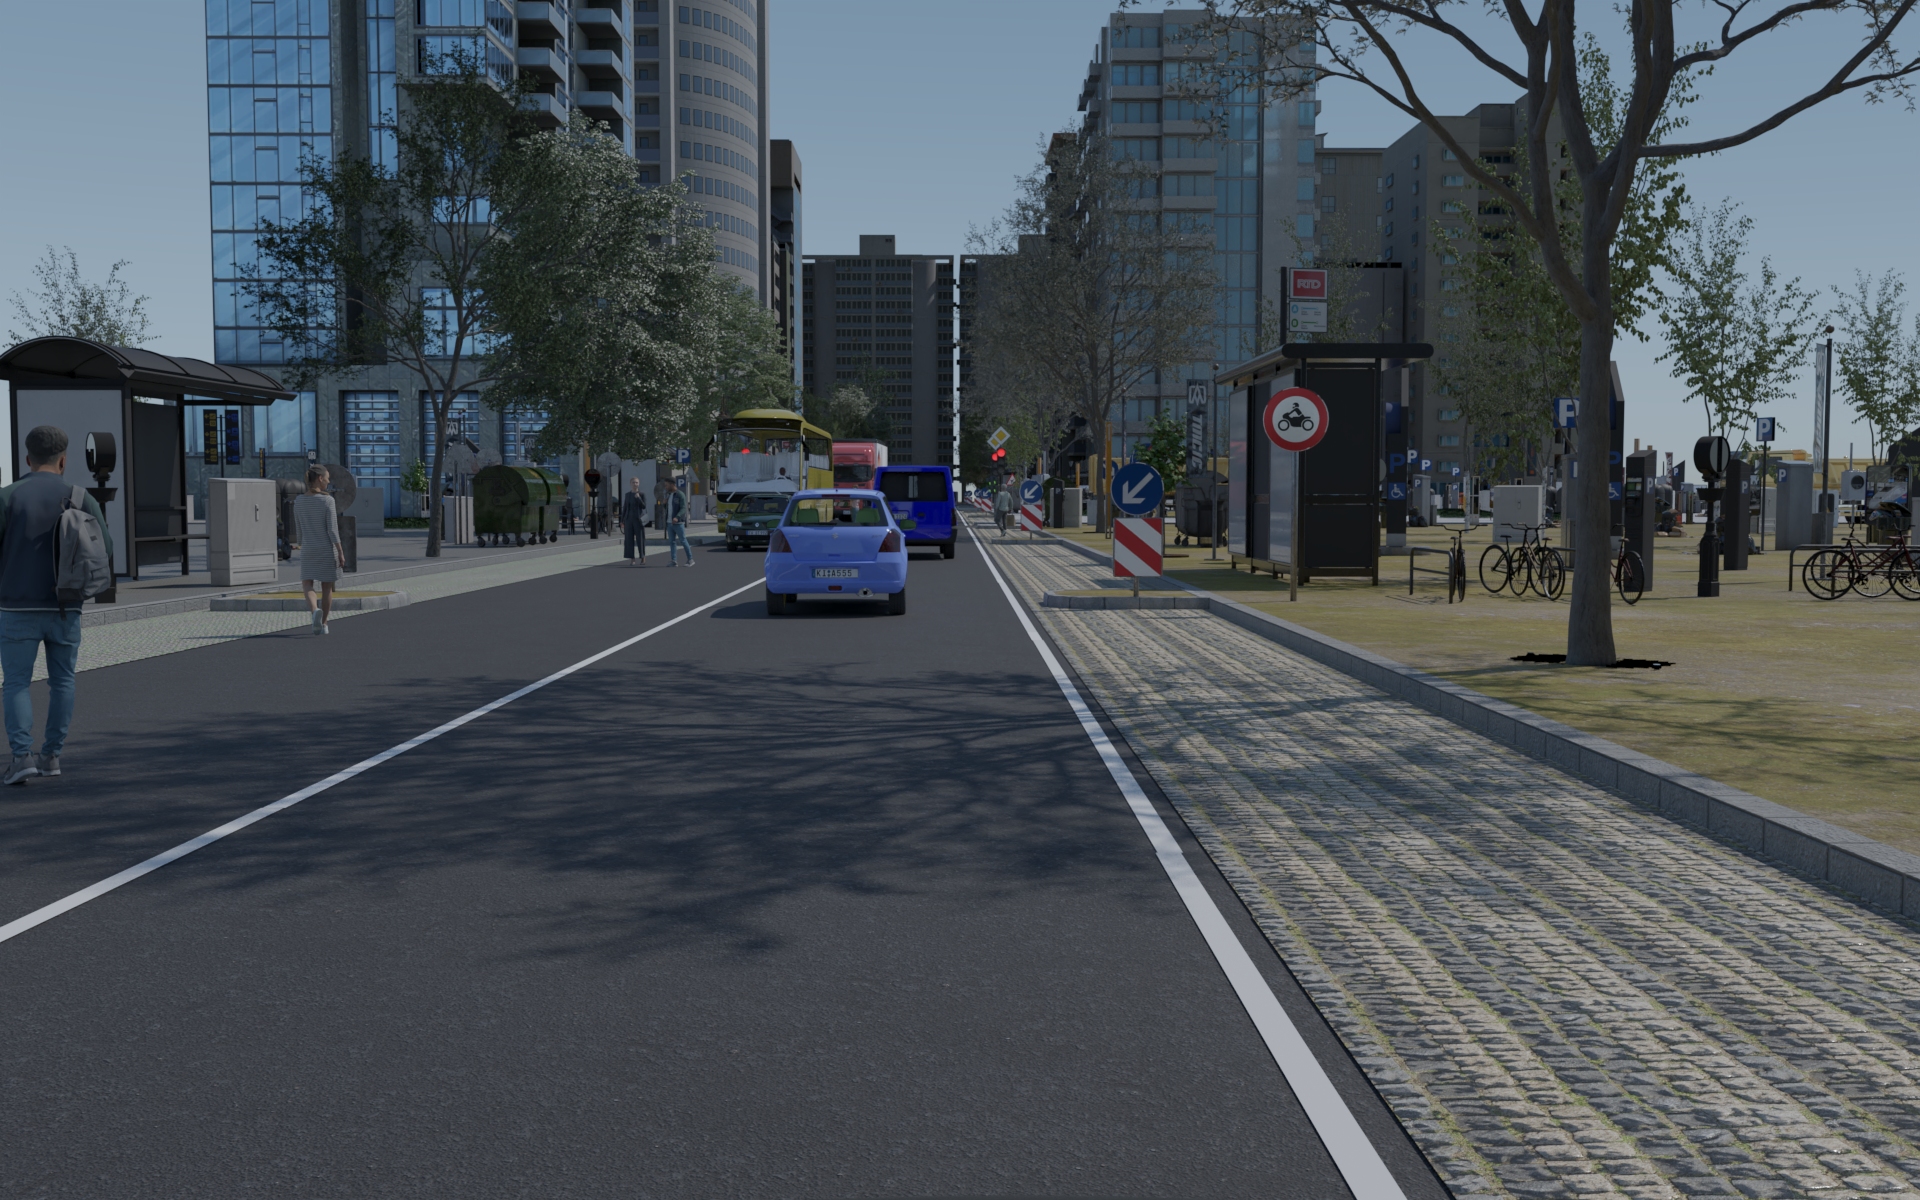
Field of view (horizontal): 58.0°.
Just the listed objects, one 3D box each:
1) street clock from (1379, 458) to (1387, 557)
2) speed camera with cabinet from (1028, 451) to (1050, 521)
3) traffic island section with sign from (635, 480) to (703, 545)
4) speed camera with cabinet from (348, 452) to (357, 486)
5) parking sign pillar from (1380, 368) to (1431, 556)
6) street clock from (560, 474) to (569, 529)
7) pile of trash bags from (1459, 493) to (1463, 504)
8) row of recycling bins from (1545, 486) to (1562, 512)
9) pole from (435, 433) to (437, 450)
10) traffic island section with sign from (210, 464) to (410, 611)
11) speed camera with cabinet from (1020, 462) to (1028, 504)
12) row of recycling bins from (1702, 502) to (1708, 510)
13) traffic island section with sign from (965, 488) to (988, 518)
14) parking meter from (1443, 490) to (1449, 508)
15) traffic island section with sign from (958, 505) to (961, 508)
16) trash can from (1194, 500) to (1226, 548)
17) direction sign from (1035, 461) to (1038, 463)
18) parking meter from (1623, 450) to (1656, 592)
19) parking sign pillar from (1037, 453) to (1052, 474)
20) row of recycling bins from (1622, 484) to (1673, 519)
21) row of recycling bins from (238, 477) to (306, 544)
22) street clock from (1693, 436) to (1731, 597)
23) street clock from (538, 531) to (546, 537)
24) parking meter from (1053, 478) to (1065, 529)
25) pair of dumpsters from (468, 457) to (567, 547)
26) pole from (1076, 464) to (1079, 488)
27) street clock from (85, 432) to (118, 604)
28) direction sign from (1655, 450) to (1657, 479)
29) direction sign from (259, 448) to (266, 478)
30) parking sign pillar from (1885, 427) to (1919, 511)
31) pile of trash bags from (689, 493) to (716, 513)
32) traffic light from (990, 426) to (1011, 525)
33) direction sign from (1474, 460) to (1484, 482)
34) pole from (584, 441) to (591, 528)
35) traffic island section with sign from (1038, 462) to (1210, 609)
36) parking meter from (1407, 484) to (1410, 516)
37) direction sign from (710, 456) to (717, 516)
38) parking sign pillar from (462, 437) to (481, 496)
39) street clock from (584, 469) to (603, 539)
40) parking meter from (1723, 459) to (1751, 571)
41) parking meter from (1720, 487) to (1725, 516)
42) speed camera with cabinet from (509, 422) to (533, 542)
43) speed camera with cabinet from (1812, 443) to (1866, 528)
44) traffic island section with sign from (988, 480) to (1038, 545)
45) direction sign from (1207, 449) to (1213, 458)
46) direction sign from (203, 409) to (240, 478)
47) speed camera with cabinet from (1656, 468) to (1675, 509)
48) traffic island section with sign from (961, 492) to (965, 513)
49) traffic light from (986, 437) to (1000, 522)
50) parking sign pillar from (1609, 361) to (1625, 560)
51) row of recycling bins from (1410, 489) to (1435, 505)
[{"bbox_3d":[8.412,-1.867,35.093,0.471,2.002,0.358,-3,5,-42],"label":"street clock"},{"bbox_3d":[4.179,-5.275,80.575,0.660,3.252,2.038,3,5,40],"label":"speed camera with cabinet"},{"bbox_3d":[-8.335,-2.463,48.891,1.989,1.847,2.006,0,4,0],"label":"traffic island section with sign"},{"bbox_3d":[-29.186,-5.284,80.735,2.038,3.252,0.660,-1,4,-16],"label":"speed camera with cabinet"},{"bbox_3d":[9.225,-2.940,36.539,1.447,3.967,1.447,1,4,14],"label":"parking sign pillar"},{"bbox_3d":[-14.593,-3.627,63.877,0.358,2.002,0.471,-2,4,-30],"label":"street clock"},{"bbox_3d":[42.111,-7.992,140.418,3.447,1.369,1.912,0,4,5],"label":"pile of trash bags"},{"bbox_3d":[31.563,-5.157,91.434,1.069,1.692,3.534,-3,5,-44],"label":"row of recycling bins"},{"bbox_3d":[-17.328,-3.896,57.547,0.158,3.312,0.155,0,3,0],"label":"pole"},{"bbox_3d":[-8.113,-0.814,21.936,1.989,1.847,2.006,0,4,0],"label":"traffic island section with sign"},{"bbox_3d":[4.656,-6.717,104.155,2.038,3.252,0.660,1,4,16],"label":"speed camera with cabinet"},{"bbox_3d":[61.034,-8.263,142.212,1.069,1.692,3.534,3,4,39],"label":"row of recycling bins"},{"bbox_3d":[1.466,-5.871,104.625,1.989,1.847,2.006,0,4,0],"label":"traffic island section with sign"},{"bbox_3d":[32.842,-6.643,117.016,0.372,1.533,0.369,0,3,0],"label":"parking meter"},{"bbox_3d":[0.878,-10.616,182.205,1.989,1.847,2.006,0,4,0],"label":"traffic island section with sign"},{"bbox_3d":[5.969,-1.816,41.353,0.748,1.137,0.748,0,3,0],"label":"trash can"},{"bbox_3d":[5.273,-7.828,119.989,0.379,3.537,0.876,1,4,19],"label":"direction sign"},{"bbox_3d":[8.924,-1.042,22.755,0.399,1.863,0.255,-3,5,-43],"label":"parking meter"},{"bbox_3d":[5.213,-7.224,106.577,1.447,3.967,1.447,-1,4,-20],"label":"parking sign pillar"},{"bbox_3d":[27.001,-3.738,68.221,3.534,1.692,1.069,-3,5,-40],"label":"row of recycling bins"},{"bbox_3d":[-17.749,-2.288,44.524,1.069,1.692,3.534,0,4,3],"label":"row of recycling bins"},{"bbox_3d":[9.361,-1.042,21.604,0.471,2.002,0.358,-3,4,-36],"label":"street clock"},{"bbox_3d":[-12.417,-2.864,51.398,0.358,2.002,0.471,-1,4,-23],"label":"street clock"},{"bbox_3d":[3.701,-3.598,64.544,0.399,1.863,0.255,1,4,19],"label":"parking meter"},{"bbox_3d":[-11.117,-2.514,43.590,1.574,2.255,4.437,0,4,0],"label":"pair of dumpsters"},{"bbox_3d":[7.880,-7.470,115.970,0.158,3.312,0.155,0,3,0],"label":"pole"},{"bbox_3d":[-10.056,-0.963,20.316,0.358,2.002,0.471,-3,5,-40],"label":"street clock"},{"bbox_3d":[35.393,-5.930,88.947,0.876,3.537,0.379,-1,4,-19],"label":"direction sign"},{"bbox_3d":[-34.142,-5.679,84.841,0.379,3.537,0.876,0,4,-6],"label":"direction sign"},{"bbox_3d":[36.028,-4.745,66.046,1.447,3.967,1.447,1,4,8],"label":"parking sign pillar"},{"bbox_3d":[-17.312,-6.675,118.889,1.912,1.369,3.447,-3,4,-36],"label":"pile of trash bags"},{"bbox_3d":[1.674,-5.058,71.621,0.839,4.253,0.868,0,4,0],"label":"traffic light"},{"bbox_3d":[34.926,-7.621,116.598,0.876,3.537,0.379,-2,4,-33],"label":"direction sign"},{"bbox_3d":[-14.040,-4.368,65.252,0.158,3.312,0.155,0,3,0],"label":"pole"},{"bbox_3d":[2.092,-0.836,22.296,1.989,1.847,2.006,0,4,0],"label":"traffic island section with sign"},{"bbox_3d":[28.523,-6.416,110.609,0.399,1.863,0.255,-1,4,-15],"label":"parking meter"},{"bbox_3d":[-14.309,-6.759,102.503,0.876,3.537,0.379,-1,4,-12],"label":"direction sign"},{"bbox_3d":[-22.771,-5.676,81.275,1.447,3.967,1.447,2,4,30],"label":"parking sign pillar"},{"bbox_3d":[-10.433,-2.738,49.335,0.471,2.002,0.358,0,4,4],"label":"street clock"},{"bbox_3d":[13.094,-1.435,29.178,0.399,1.863,0.255,-3,4,-36],"label":"parking meter"},{"bbox_3d":[28.281,-3.400,63.998,0.372,1.533,0.369,0,3,0],"label":"parking meter"},{"bbox_3d":[-11.841,-3.219,46.965,0.660,3.252,2.038,-1,4,-9],"label":"speed camera with cabinet"},{"bbox_3d":[33.568,-4.403,66.332,2.038,3.252,0.660,0,4,-6],"label":"speed camera with cabinet"},{"bbox_3d":[1.895,-2.500,49.508,1.989,1.847,2.006,0,4,0],"label":"traffic island section with sign"},{"bbox_3d":[12.418,-5.787,86.620,0.876,3.537,0.379,1,4,18],"label":"direction sign"},{"bbox_3d":[-19.723,-3.322,46.316,0.876,3.537,0.379,-1,4,-22],"label":"direction sign"},{"bbox_3d":[35.088,-5.614,86.118,0.660,3.252,2.038,2,4,32],"label":"speed camera with cabinet"},{"bbox_3d":[1.262,-7.560,132.238,1.989,1.847,2.006,0,4,0],"label":"traffic island section with sign"},{"bbox_3d":[1.613,-5.546,79.606,0.839,4.253,0.868,0,4,0],"label":"traffic light"},{"bbox_3d":[12.889,-2.813,34.468,1.447,3.967,1.447,1,4,13],"label":"parking sign pillar"},{"bbox_3d":[34.653,-7.620,131.695,1.069,1.692,3.534,-2,4,-33],"label":"row of recycling bins"}]
